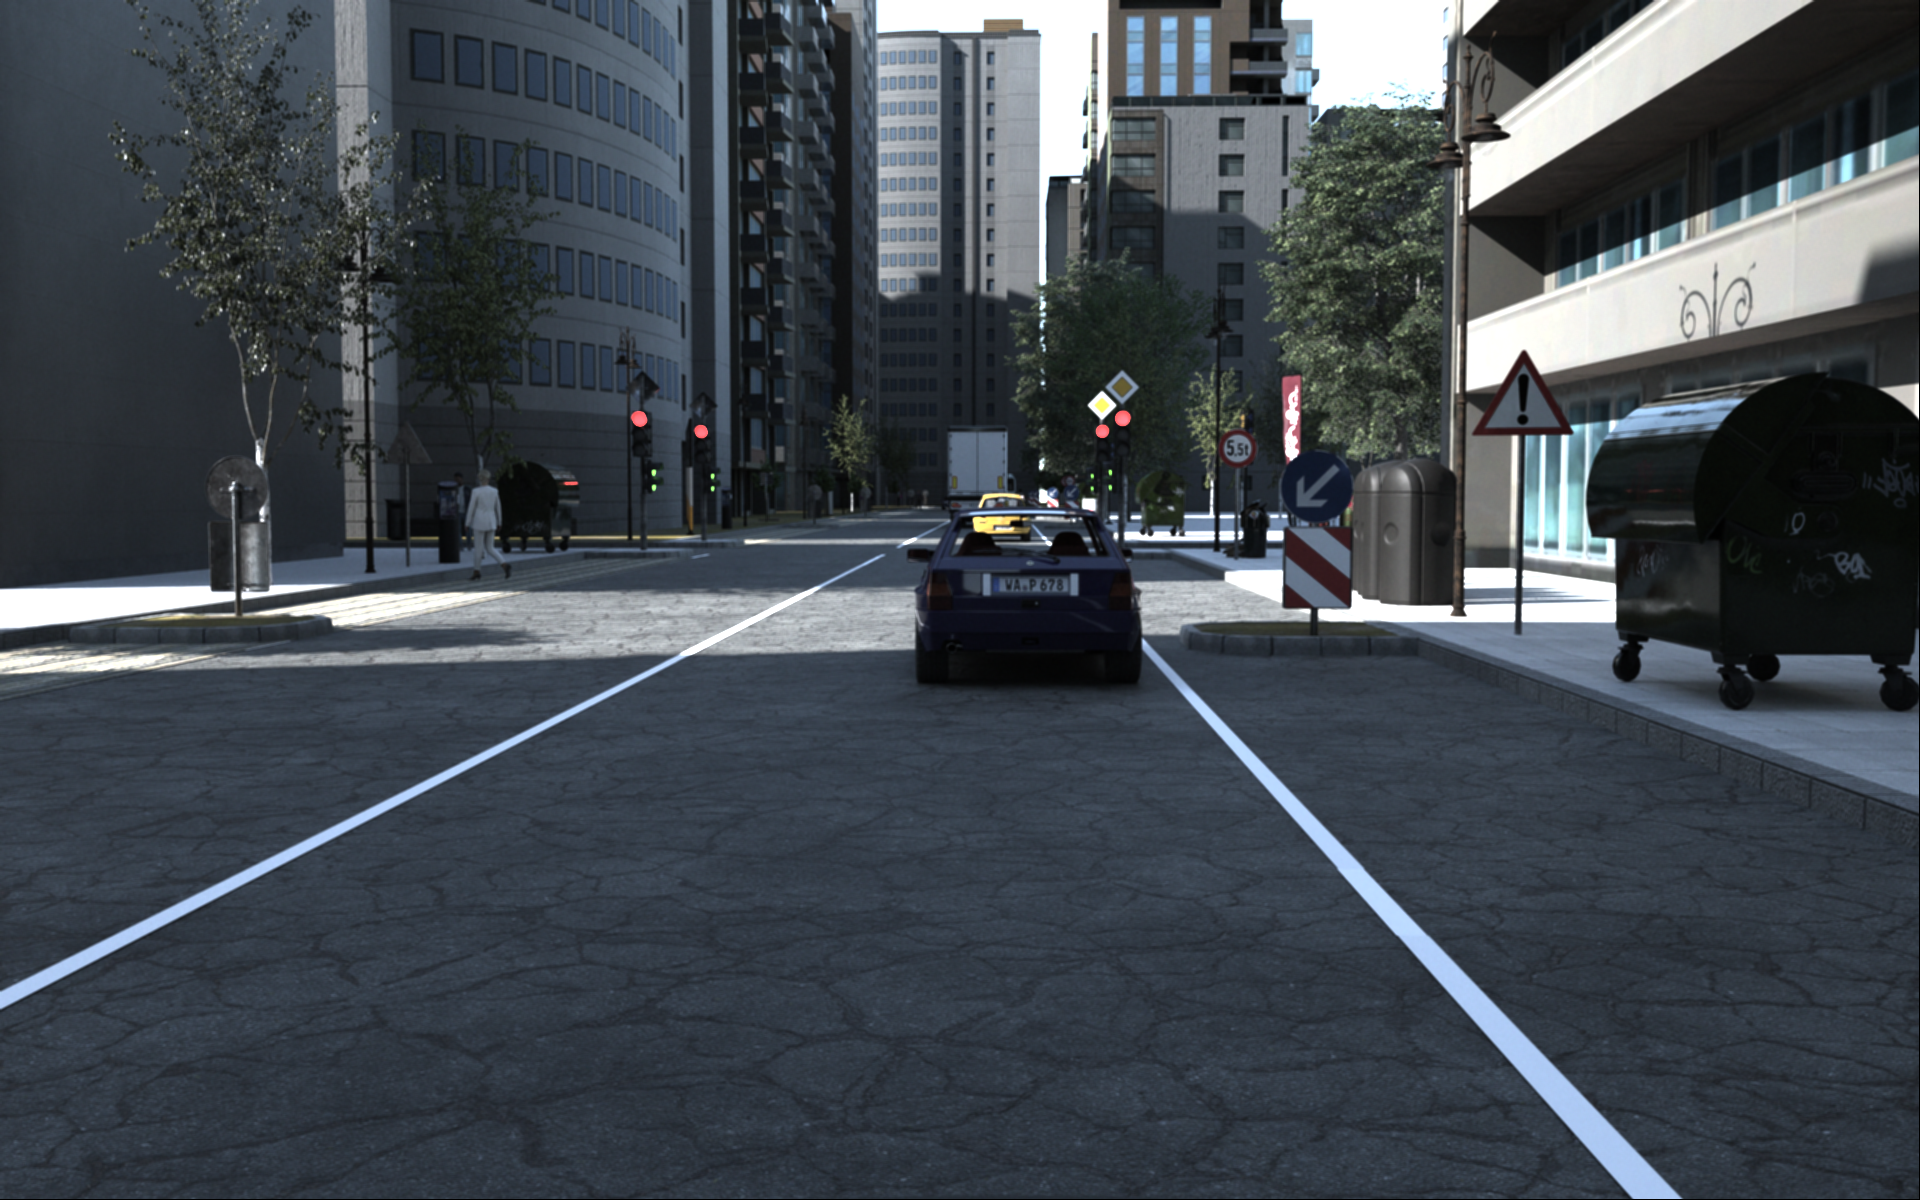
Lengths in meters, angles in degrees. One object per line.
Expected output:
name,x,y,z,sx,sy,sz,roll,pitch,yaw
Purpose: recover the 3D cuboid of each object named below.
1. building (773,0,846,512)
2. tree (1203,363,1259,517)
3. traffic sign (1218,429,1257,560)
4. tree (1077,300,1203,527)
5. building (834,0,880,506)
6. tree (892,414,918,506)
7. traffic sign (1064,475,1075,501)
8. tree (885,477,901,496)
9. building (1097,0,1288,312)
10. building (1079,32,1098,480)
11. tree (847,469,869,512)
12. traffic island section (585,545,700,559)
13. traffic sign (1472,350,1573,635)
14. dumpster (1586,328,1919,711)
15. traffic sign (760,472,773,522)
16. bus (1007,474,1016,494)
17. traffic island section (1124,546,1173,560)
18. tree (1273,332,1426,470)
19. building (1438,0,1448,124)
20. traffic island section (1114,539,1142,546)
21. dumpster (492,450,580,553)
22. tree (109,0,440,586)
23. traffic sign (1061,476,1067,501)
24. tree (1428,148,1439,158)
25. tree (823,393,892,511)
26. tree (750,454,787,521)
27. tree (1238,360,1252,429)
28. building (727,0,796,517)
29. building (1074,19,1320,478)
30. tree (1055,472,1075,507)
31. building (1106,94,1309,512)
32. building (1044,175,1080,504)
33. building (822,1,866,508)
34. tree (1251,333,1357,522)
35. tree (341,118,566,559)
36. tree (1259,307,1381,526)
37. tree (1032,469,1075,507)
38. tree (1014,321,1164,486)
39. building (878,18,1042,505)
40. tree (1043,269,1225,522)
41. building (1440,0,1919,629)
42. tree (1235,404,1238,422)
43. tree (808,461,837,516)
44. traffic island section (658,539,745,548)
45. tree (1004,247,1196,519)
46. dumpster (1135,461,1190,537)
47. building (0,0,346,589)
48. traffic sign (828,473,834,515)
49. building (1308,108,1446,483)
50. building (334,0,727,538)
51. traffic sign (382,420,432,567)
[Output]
building,-21.779,-31.679,137.559,23.786,49.044,30.456,0,4,1
tree,14.572,-9.060,98.493,4.737,8.622,4.395,0,3,0
traffic sign,5.414,-2.064,33.858,0.768,2.556,0.104,0,4,3
tree,6.622,-7.119,66.759,4.737,8.622,4.395,0,3,0
building,-19.602,-45.639,184.446,20.611,71.187,20.563,0,4,1
tree,-6.383,-12.584,156.108,4.737,8.622,4.395,0,3,0
traffic sign,7.438,-7.191,117.682,0.768,2.556,0.104,0,4,6
tree,-6.724,-11.382,180.691,1.663,3.219,1.824,0,3,0
building,18.602,-30.138,142.867,14.600,45.320,14.200,0,4,1
building,18.520,-28.967,157.210,14.154,41.232,14.086,0,4,1
tree,-7.542,-7.805,122.207,1.663,3.219,1.824,0,3,0
traffic island section,-7.255,-1.061,39.625,2.009,0.180,2.903,0,4,1
traffic sign,5.096,-0.963,15.742,0.884,2.594,0.081,1,4,8
dumpster,5.044,-0.520,11.000,1.502,2.255,1.985,0,4,2
traffic sign,-8.835,-4.702,79.010,0.606,2.300,0.079,0,4,7
bus,3.863,-10.494,166.430,2.948,3.499,13.247,0,3,0
traffic island section,3.683,-1.044,39.346,2.009,0.180,2.903,0,4,1
tree,24.628,-10.936,104.560,9.928,11.665,9.643,0,3,0
building,66.855,-39.190,182.757,28.212,58.520,21.231,0,4,1
traffic island section,3.883,-1.532,47.329,2.009,0.180,2.903,0,4,1
dumpster,-9.366,-2.187,38.248,1.502,2.255,1.985,0,4,1
tree,-9.578,-4.495,23.860,4.360,8.622,3.978,0,3,0
traffic sign,7.425,-7.406,121.193,0.768,2.556,0.104,1,4,10
tree,27.643,-13.659,79.209,12.611,20.169,13.585,0,3,0
tree,-7.861,-10.732,125.828,4.737,8.622,4.395,0,3,0
tree,-9.425,-5.468,83.996,1.663,3.219,1.824,0,3,0
tree,16.207,-8.367,87.166,4.360,8.622,3.978,0,3,0
building,-21.823,-27.453,103.483,22.147,44.769,28.867,0,4,1
building,24.032,-34.225,179.190,23.786,49.044,30.456,0,4,1
tree,8.531,-8.944,140.843,1.663,3.219,1.824,0,3,0
building,17.838,-21.861,129.128,14.160,30.474,14.107,0,4,1
building,17.636,-32.514,215.191,14.086,41.232,14.154,0,4,1
building,-16.226,-31.175,159.827,14.600,45.320,14.200,0,4,1
tree,15.664,-7.830,78.379,4.360,8.622,3.978,0,3,0
tree,-9.579,-5.106,33.850,4.737,8.622,4.395,0,3,0
tree,14.376,-7.089,66.270,4.737,8.622,4.395,0,3,0
tree,9.314,-11.069,164.699,4.285,4.588,4.351,0,3,0
tree,8.240,-11.810,110.098,9.611,12.733,9.660,0,3,0
building,-4.068,-41.408,219.024,28.212,58.520,21.231,0,4,1
tree,7.816,-9.369,78.935,9.928,11.665,9.643,0,3,0
building,18.857,-24.144,18.452,21.300,48.544,21.600,0,4,1
tree,16.935,-8.704,92.667,4.360,8.622,3.978,0,3,0
tree,-8.076,-6.498,100.838,1.663,3.219,1.824,0,3,0
traffic island section,-7.054,-1.549,47.607,2.009,0.180,2.903,0,4,1
tree,7.196,-11.141,88.808,9.857,13.997,8.962,0,3,0
dumpster,6.125,-3.060,52.525,1.502,2.255,1.985,0,4,1
building,-24.675,-14.447,29.709,24.014,27.812,14.314,0,4,1
traffic sign,-7.952,-6.391,104.595,0.768,2.556,0.104,0,4,8
building,44.923,-30.765,186.603,14.086,41.232,14.154,0,4,1
building,-21.194,-31.862,62.949,21.231,58.520,28.212,0,4,1
traffic sign,-9.747,-1.867,30.524,0.884,2.594,0.081,0,4,2
